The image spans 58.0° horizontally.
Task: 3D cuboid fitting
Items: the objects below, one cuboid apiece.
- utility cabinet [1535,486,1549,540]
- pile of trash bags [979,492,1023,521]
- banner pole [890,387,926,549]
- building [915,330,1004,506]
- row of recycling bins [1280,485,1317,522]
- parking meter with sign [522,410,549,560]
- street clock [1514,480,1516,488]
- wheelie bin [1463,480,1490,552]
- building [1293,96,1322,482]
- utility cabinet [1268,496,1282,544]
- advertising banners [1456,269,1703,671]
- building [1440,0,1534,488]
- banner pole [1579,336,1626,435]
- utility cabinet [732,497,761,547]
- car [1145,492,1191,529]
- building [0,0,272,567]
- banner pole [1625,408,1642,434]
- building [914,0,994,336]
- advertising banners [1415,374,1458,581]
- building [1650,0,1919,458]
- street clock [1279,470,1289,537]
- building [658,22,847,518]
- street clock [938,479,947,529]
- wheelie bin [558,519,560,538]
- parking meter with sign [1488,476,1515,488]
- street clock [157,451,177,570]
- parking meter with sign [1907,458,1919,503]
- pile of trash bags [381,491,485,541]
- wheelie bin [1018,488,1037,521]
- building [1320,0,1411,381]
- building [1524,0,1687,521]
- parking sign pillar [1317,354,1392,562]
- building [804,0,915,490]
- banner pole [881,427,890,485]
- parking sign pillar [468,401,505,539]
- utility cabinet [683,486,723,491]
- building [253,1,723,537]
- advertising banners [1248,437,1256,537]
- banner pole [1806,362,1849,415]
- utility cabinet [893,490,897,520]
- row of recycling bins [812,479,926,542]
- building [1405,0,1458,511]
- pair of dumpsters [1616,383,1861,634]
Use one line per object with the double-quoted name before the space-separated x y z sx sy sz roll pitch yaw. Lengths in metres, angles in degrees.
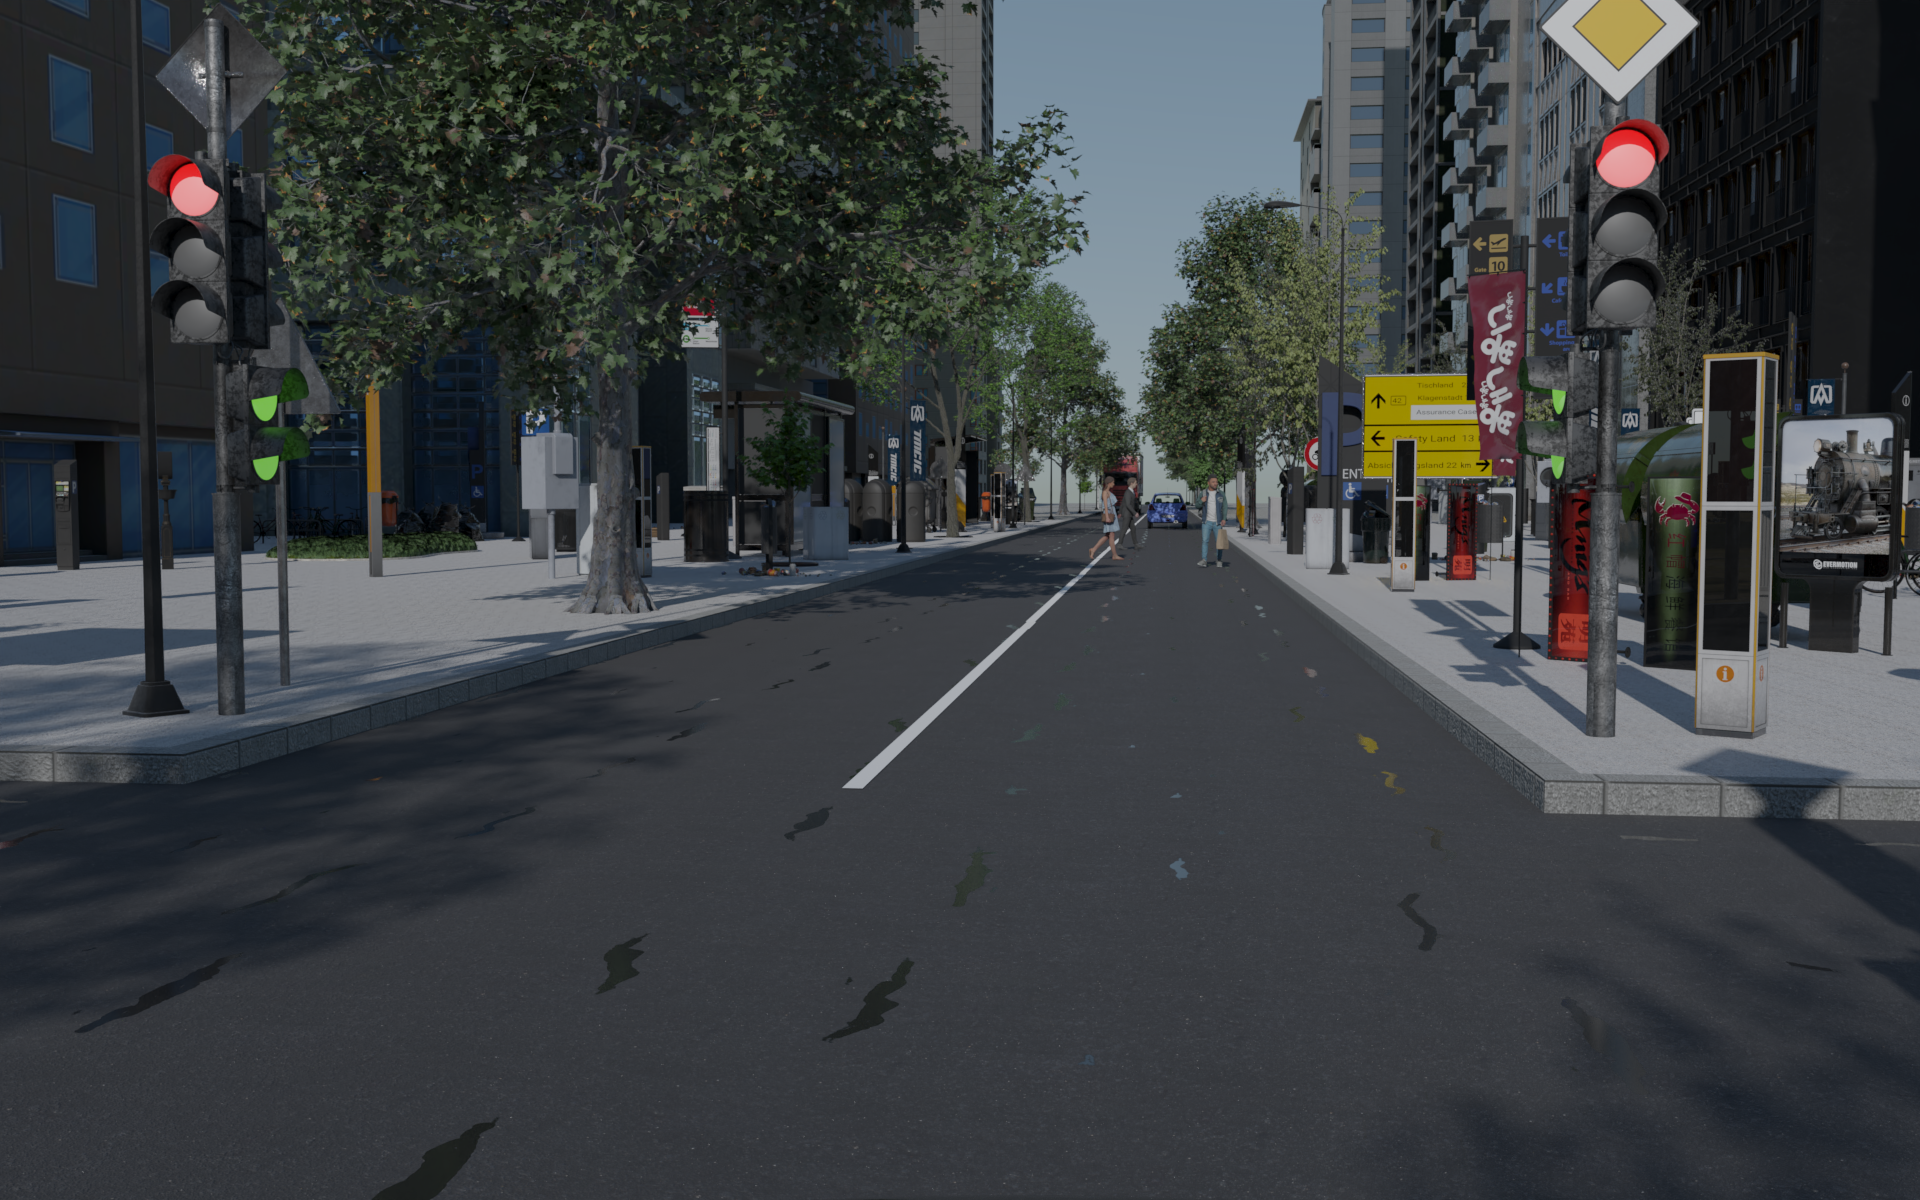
"utility cabinet" 16.397 -2.409 48.070 0.318 1.500 1.173 3 5 44
"pile of trash bags" 1.767 -4.396 81.627 1.912 1.369 3.447 1 4 21
"banner pole" -1.118 -3.095 40.620 0.863 3.779 0.401 -3 4 -37
"building" -10.061 -21.669 199.327 27.650 21.520 28.899 0 4 7
"row of recycling bins" 15.864 -4.469 80.187 1.069 1.692 3.534 2 4 35
"parking meter with sign" -8.425 -2.346 34.626 0.543 3.016 1.738 -1 4 -17
"street clock" 26.198 -4.751 82.249 0.471 2.002 0.358 1 4 19
"wheelie bin" 11.382 -1.871 38.507 0.693 1.594 0.980 -1 4 -20
"building" 58.455 -38.849 224.421 28.713 52.752 27.495 0 4 7
"utility cabinet" 8.117 -2.048 44.652 0.306 1.237 1.020 0 4 7
"advertising banners" 4.743 -1.036 13.132 0.090 3.025 2.074 -3 5 -42
"building" 41.779 -29.652 104.422 23.786 49.044 30.456 0 4 7
"banner pole" 9.002 -2.128 24.814 0.401 3.779 0.863 -1 4 -20
"utility cabinet" -5.026 -1.897 42.178 1.020 1.237 0.306 2 4 24
"car" 8.782 -3.896 73.289 1.945 1.707 3.694 0 4 7
"building" -23.252 -23.351 31.901 14.600 45.320 14.200 0 4 7
"banner pole" 17.021 -3.331 44.482 0.863 3.779 0.401 0 4 8
"building" -4.127 -47.935 221.987 20.563 71.187 20.611 0 4 7
"advertising banners" 7.419 -1.802 25.649 2.074 3.025 0.090 -1 4 -14
"building" 30.015 -13.678 53.311 12.332 23.373 15.834 0 4 7
"street clock" 9.691 -2.855 51.243 0.471 2.002 0.358 -1 4 -22
"building" -22.319 -31.293 100.873 28.713 52.752 27.495 0 4 7
"street clock" -0.584 -3.620 63.756 0.358 2.002 0.471 2 4 34
"wheelie bin" -10.878 -2.315 45.763 0.980 1.594 0.693 0 4 6
"parking meter with sign" 19.830 -4.091 63.142 0.543 3.016 1.738 -1 4 -23
"street clock" -13.493 -1.521 29.444 0.358 2.002 0.471 -2 4 -24
"parking meter with sign" 20.190 -2.494 37.031 1.738 3.016 0.543 0 4 8
"pile of trash bags" -14.197 -2.200 45.730 1.912 1.369 3.447 1 4 18
"wheelie bin" 3.207 -4.650 83.938 0.980 1.594 0.693 -1 4 -23
"building" 51.587 -40.036 196.587 21.231 58.520 28.212 0 4 7
"building" 31.706 -15.499 71.430 12.078 24.808 19.932 0 4 7
"parking sign pillar" 7.523 -2.737 33.228 1.447 3.967 1.447 1 4 12
"building" -11.443 -29.719 136.009 14.600 45.320 14.200 0 4 7
"banner pole" -2.618 -4.546 64.338 0.863 3.779 0.401 0 4 4
"parking sign pillar" -13.881 -3.752 49.823 1.447 3.967 1.447 -1 4 -15
"utility cabinet" -6.928 -2.328 46.738 1.173 1.500 0.318 2 4 33
"building" -21.985 -46.061 65.762 22.319 86.520 31.000 0 4 7
"advertising banners" 8.911 -3.456 52.696 0.090 3.025 2.074 1 4 15
"banner pole" 16.608 -2.636 33.114 0.863 3.779 0.401 1 4 20
"utility cabinet" -3.030 -4.616 84.158 0.318 1.500 1.173 2 4 33
"row of recycling bins" -2.571 -2.423 46.733 3.534 1.692 1.069 1 4 21
"building" 43.237 -42.284 129.600 20.563 71.187 20.611 0 4 7
"pair of dumpsters" 7.387 -0.888 17.012 1.574 2.255 4.437 0 4 7
